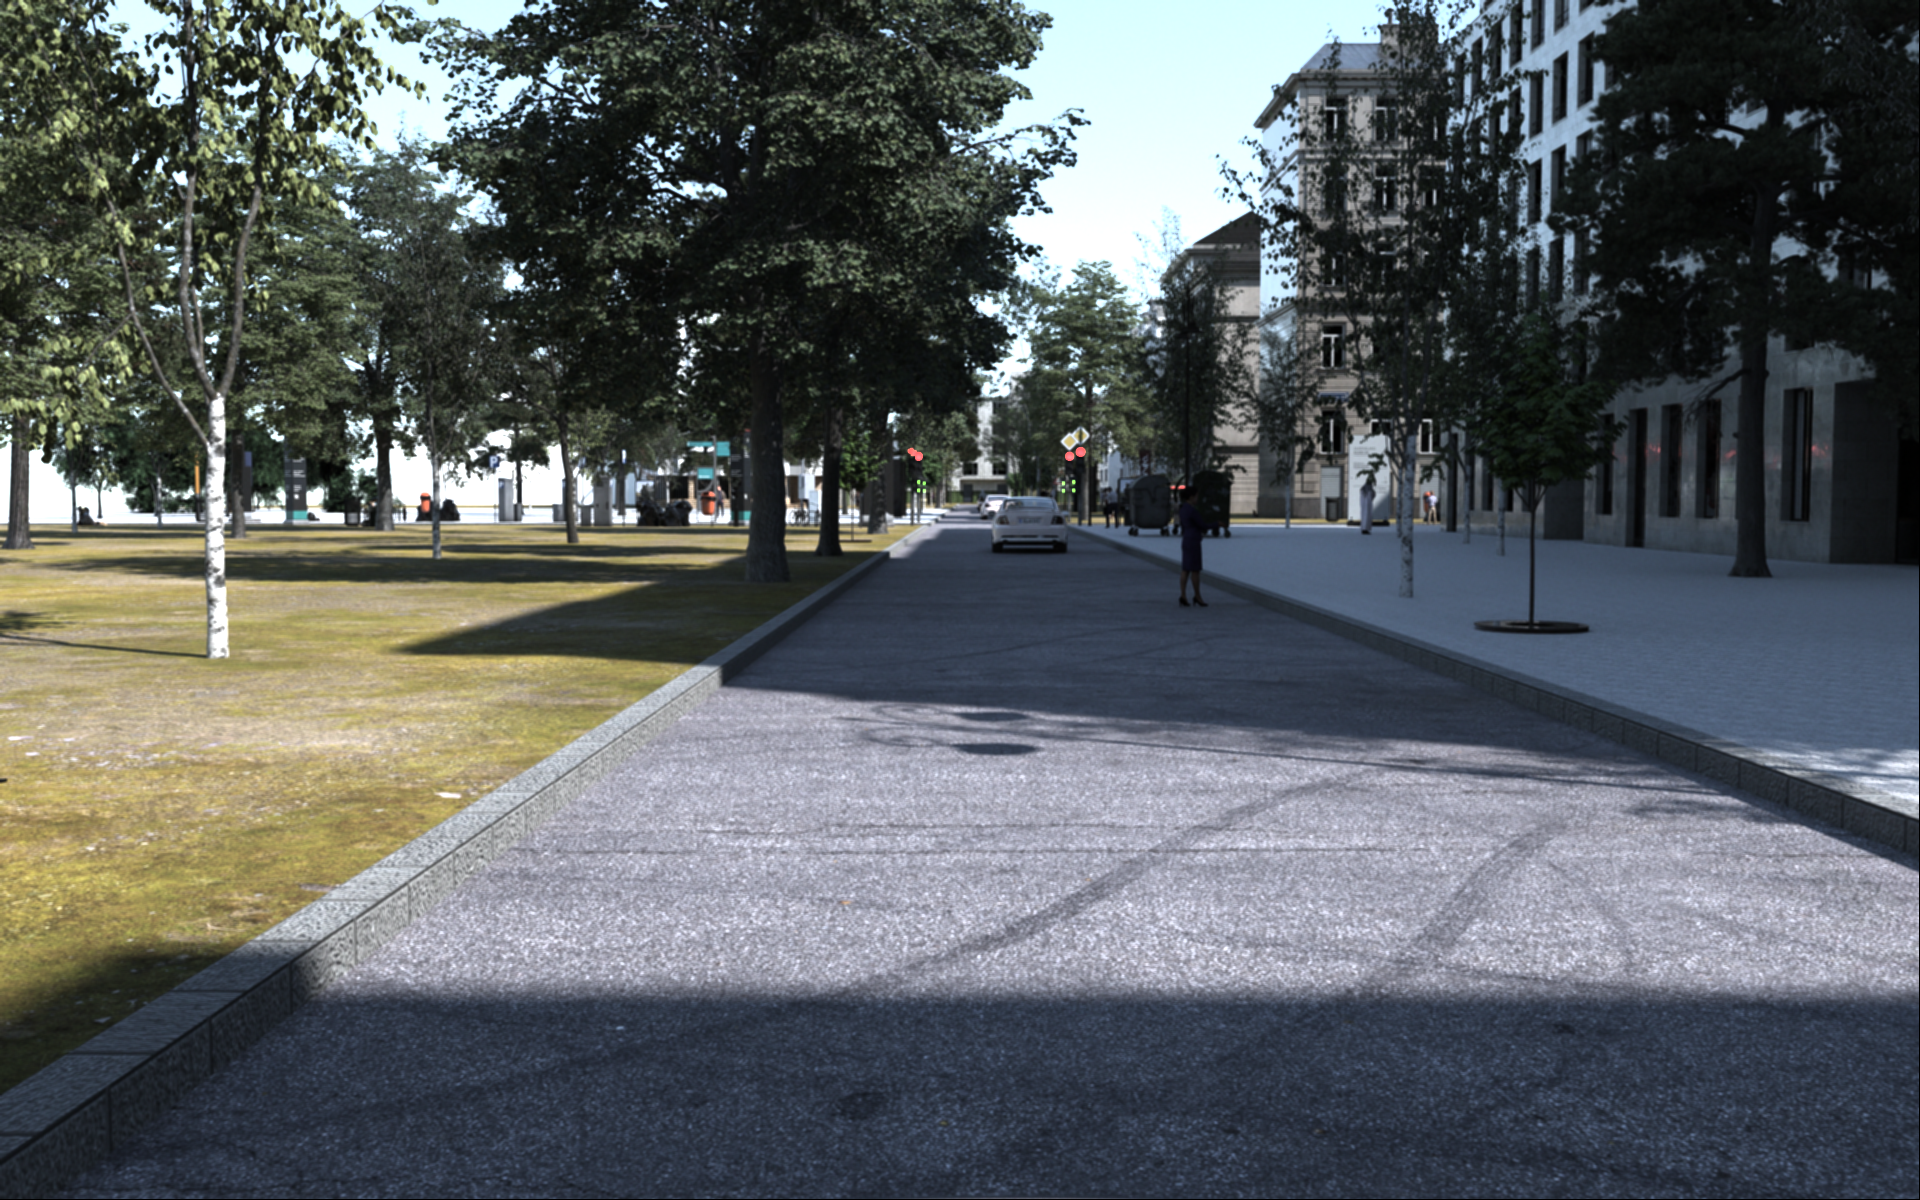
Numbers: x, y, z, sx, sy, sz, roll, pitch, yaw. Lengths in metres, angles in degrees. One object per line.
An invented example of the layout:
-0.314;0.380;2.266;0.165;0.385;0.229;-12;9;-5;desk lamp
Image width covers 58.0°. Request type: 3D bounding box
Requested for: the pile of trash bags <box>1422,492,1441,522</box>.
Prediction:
22.177;-4.275;79.655;1.912;1.369;3.447;3;5;39;pile of trash bags

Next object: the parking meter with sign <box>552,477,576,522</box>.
-17.865;-5.073;79.211;0.543;3.016;1.738;2;4;34;parking meter with sign

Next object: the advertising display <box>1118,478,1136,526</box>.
6.763;-3.934;69.530;0.974;1.923;0.123;-2;4;-29;advertising display

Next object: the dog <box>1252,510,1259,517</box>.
16.262;-4.769;95.711;0.550;0.427;0.748;1;4;22;dog

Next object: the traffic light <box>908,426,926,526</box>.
-1.913;-4.953;70.219;0.839;4.213;0.868;0;4;0;traffic light

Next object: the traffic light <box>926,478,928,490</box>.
-1.851;-5.441;78.204;0.839;4.213;0.868;0;4;0;traffic light

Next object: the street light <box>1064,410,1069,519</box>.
5.468;-7.170;90.025;0.468;5.910;1.993;0;4;0;street light

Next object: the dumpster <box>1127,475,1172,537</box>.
5.815;-2.889;52.994;1.264;1.857;1.865;0;4;1;dumpster

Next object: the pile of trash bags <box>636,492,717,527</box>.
-11.055;-3.560;67.952;3.447;1.369;1.912;2;4;25;pile of trash bags

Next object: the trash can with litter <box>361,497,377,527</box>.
-23.040;-3.444;67.694;1.055;1.170;0.624;2;4;33;trash can with litter

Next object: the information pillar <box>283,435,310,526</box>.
-27.238;-4.992;70.998;0.750;3.857;0.750;3;5;39;information pillar

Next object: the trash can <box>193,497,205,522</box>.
-34.649;-4.133;79.225;0.748;1.137;0.748;0;3;0;trash can

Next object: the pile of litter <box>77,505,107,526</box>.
-35.279;-3.437;70.161;1.176;0.858;1.719;-3;5;-43;pile of litter

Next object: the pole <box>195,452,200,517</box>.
-36.039;-5.383;81.856;0.158;3.312;0.155;0;3;0;pole

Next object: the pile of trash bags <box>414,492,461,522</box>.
-24.320;-4.303;80.111;1.912;1.369;3.447;0;4;-2;pile of trash bags

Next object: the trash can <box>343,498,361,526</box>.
-24.283;-3.519;69.184;0.748;1.137;0.748;0;3;0;trash can

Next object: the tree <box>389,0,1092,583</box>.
-2.941;-7.241;25.046;9.857;13.997;8.962;0;3;0;tree

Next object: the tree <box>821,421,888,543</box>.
-2.932;-3.161;46.286;1.663;3.219;1.824;0;3;0;tree

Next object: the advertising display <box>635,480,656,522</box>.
-14.278;-4.495;78.700;0.974;1.923;0.123;1;4;15;advertising display

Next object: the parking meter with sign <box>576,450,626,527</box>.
-14.048;-4.393;68.087;1.738;3.016;0.543;0;4;3;parking meter with sign

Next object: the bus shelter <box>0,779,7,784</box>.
-4.767;-0.805;4.448;1.731;3.624;6.357;0;4;0;bus shelter

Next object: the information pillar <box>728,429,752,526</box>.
-8.776;-4.890;69.328;0.750;3.857;0.750;1;4;22;information pillar

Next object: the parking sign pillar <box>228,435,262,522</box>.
-32.825;-5.561;79.388;1.447;3.967;1.447;-2;4;-33;parking sign pillar

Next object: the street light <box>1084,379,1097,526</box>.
5.245;-5.934;69.815;0.468;5.910;1.993;0;4;0;street light

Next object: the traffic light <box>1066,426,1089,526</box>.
4.848;-4.950;70.183;0.839;4.213;0.868;0;4;0;traffic light

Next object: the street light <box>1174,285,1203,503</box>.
5.058;-4.022;38.542;0.468;5.910;1.993;0;4;0;street light

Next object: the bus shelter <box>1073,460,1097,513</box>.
8.642;-7.977;121.699;1.731;3.624;6.357;0;4;0;bus shelter

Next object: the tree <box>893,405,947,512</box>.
-2.768;-10.985;129.965;4.360;8.622;3.978;0;3;0;tree

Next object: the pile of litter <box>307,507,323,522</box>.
-30.805;-4.111;81.185;1.719;0.858;1.176;0;4;2;pile of litter

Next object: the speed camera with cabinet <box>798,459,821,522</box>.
-6.760;-5.236;79.943;0.660;3.252;2.038;-2;4;-32;speed camera with cabinet

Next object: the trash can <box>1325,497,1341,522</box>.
17.292;-4.203;80.375;0.748;1.137;0.748;0;3;0;trash can

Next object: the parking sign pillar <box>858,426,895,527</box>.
-3.279;-4.854;67.841;1.447;3.967;1.447;-2;4;-27;parking sign pillar

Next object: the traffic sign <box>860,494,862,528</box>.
-3.721;-3.967;64.868;0.884;2.594;0.081;0;4;3;traffic sign

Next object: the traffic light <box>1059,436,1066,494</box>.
4.910;-5.439;78.168;0.839;4.213;0.868;0;4;0;traffic light

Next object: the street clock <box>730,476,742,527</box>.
-8.753;-3.860;67.678;0.471;2.002;0.358;0;4;-4;street clock

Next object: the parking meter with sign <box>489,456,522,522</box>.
-20.767;-5.079;79.307;0.543;3.016;1.738;2;4;23;parking meter with sign

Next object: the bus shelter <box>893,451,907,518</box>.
-3.560;-6.349;95.085;1.731;3.624;6.357;0;4;1;bus shelter

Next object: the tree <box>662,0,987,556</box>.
-2.644;-6.947;35.639;6.751;12.117;7.091;0;3;0;tree

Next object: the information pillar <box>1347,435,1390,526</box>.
16.286;-4.751;68.998;1.656;3.620;0.184;0;4;2;information pillar

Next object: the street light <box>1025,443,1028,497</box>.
5.863;-11.009;152.781;0.468;5.910;1.993;0;4;0;street light

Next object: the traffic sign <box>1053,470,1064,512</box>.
5.434;-5.691;93.049;0.884;2.594;0.081;1;4;9;traffic sign
